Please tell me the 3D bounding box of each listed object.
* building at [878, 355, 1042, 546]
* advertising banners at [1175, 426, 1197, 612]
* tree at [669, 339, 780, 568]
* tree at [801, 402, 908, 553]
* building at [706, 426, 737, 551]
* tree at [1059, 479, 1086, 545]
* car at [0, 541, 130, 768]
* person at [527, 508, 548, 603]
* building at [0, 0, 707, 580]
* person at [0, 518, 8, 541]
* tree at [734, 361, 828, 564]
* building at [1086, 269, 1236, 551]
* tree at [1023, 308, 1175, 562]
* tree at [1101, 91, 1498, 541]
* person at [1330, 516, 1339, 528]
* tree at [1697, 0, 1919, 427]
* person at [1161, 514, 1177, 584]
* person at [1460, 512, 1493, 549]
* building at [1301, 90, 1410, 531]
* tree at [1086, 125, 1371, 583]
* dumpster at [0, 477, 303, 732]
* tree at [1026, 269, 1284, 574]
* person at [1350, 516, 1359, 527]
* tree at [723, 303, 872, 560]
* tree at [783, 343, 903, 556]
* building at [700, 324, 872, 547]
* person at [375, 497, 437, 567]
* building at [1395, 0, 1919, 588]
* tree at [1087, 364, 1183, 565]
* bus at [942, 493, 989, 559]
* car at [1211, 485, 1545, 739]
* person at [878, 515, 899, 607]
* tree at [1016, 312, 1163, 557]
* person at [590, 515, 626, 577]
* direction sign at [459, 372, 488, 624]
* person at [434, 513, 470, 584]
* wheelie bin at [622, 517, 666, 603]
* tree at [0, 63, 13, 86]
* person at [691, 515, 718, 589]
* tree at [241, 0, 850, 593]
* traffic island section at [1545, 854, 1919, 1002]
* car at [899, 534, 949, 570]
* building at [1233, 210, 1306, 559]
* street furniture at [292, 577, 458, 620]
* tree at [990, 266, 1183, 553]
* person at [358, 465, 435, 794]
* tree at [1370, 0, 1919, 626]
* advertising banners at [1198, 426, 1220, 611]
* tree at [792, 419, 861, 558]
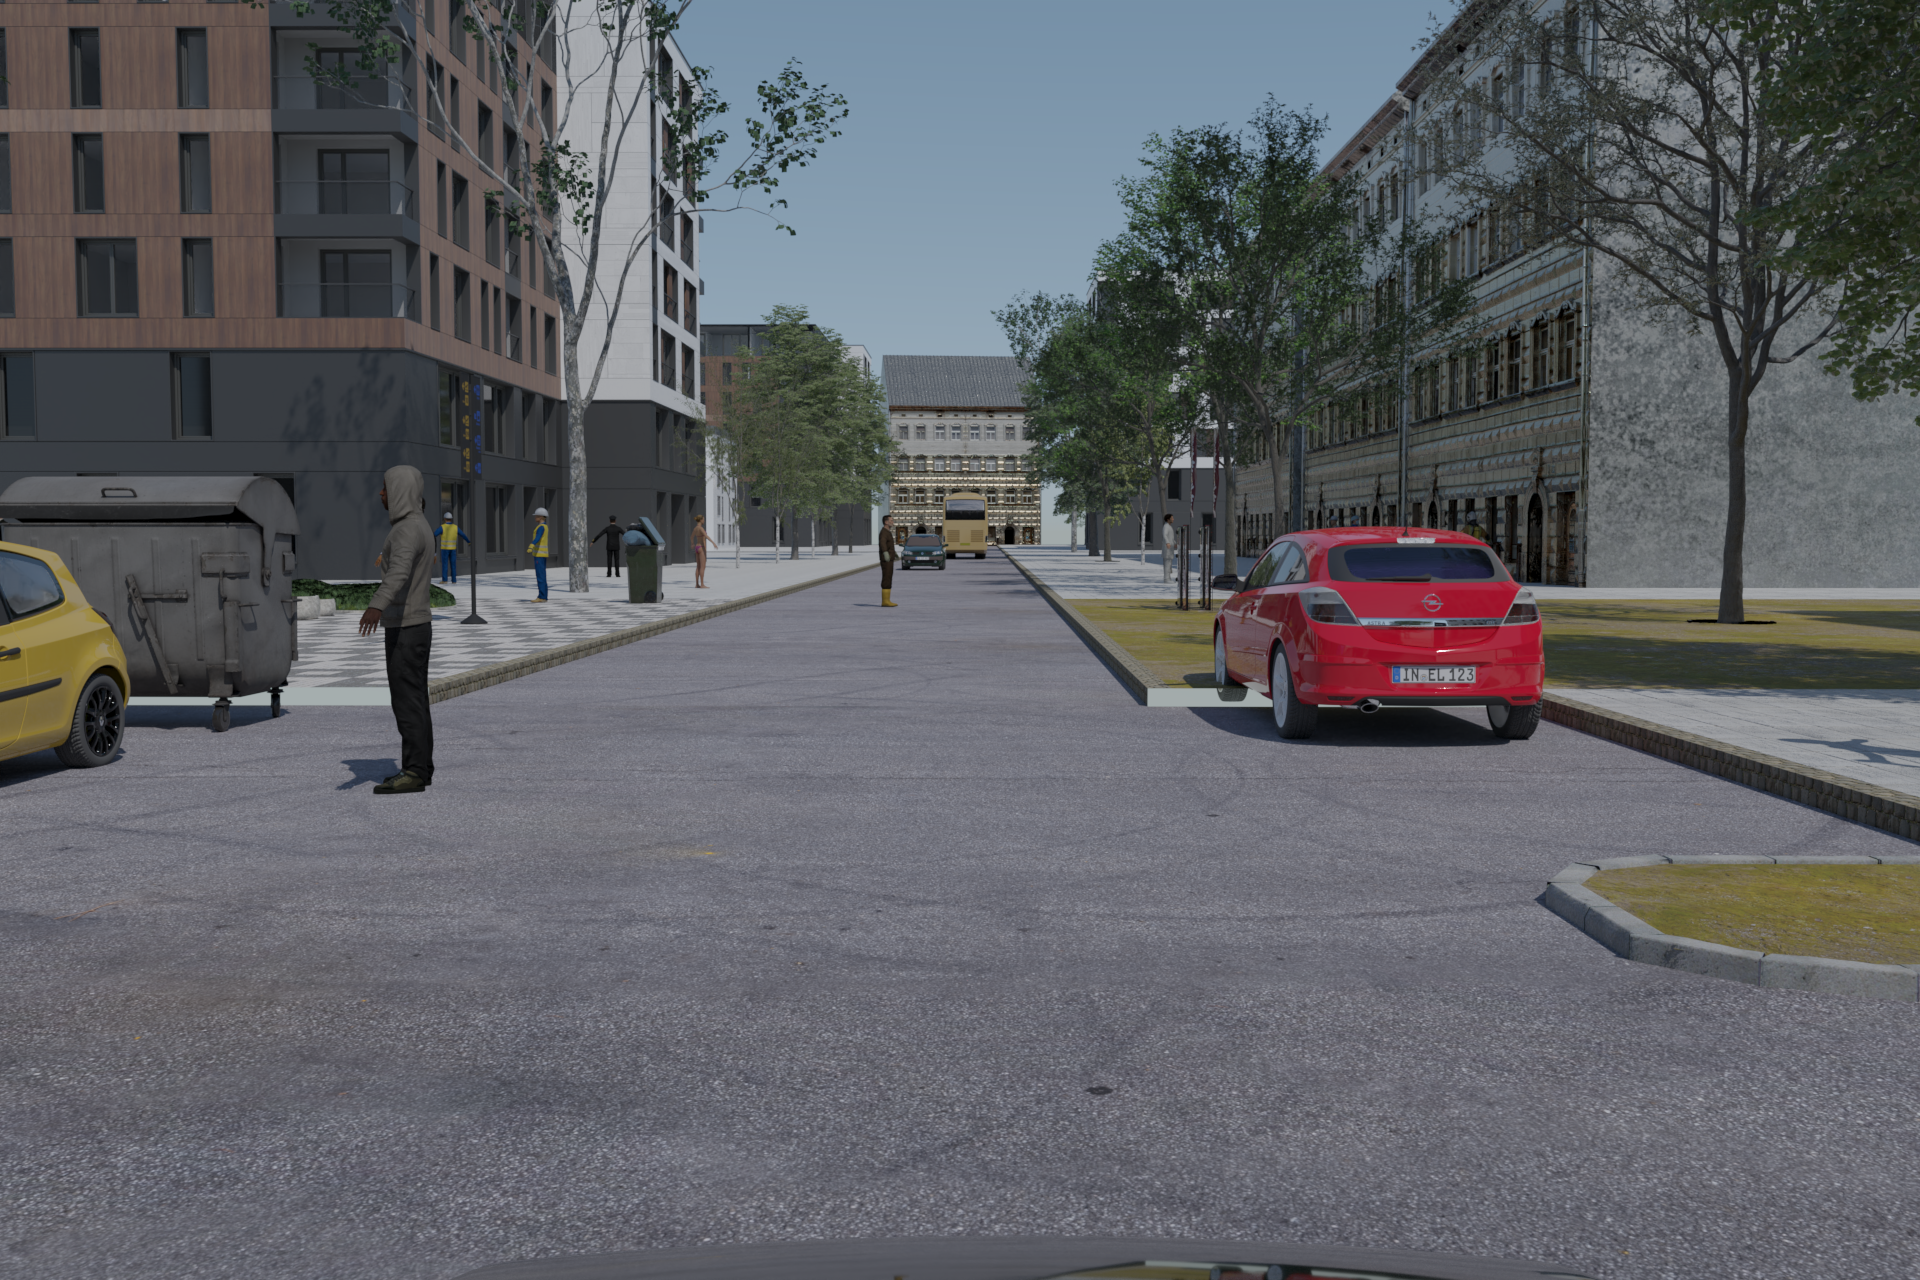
[{"bbox_3d":[-0.413,-23.159,212.034,18.063,23.208,19.493,0,4,-7],"label":"building"},{"bbox_3d":[3.793,-2.010,29.056,0.090,3.025,2.074,0,3,0],"label":"advertising banners"},{"bbox_3d":[-8.100,-6.989,64.628,4.360,8.622,3.978,0,3,0],"label":"tree"},{"bbox_3d":[-7.451,-11.110,116.066,8.767,10.594,7.601,0,4,8],"label":"tree"},{"bbox_3d":[-23.460,-12.592,148.027,9.099,9.664,28.070,0,4,0],"label":"building"},{"bbox_3d":[15.320,-17.542,204.939,7.486,12.596,7.792,0,3,0],"label":"tree"},{"bbox_3d":[-6.137,0.057,9.290,2.015,1.641,3.980,0,4,1],"label":"car"},{"bbox_3d":[-7.956,-1.595,32.539,0.721,1.772,1.216,0,4,-3],"label":"person"},{"bbox_3d":[-25.745,-13.440,63.715,27.936,21.610,32.646,0,4,0],"label":"building"},{"bbox_3d":[-18.292,-1.636,32.943,1.347,1.806,0.705,2,4,33],"label":"person"},{"bbox_3d":[-8.127,-7.607,74.730,4.360,8.622,3.978,0,3,0],"label":"tree"},{"bbox_3d":[24.726,-18.724,150.115,27.936,21.610,32.646,0,4,1],"label":"building"},{"bbox_3d":[6.736,-9.435,80.023,9.928,11.665,9.643,0,3,0],"label":"tree"},{"bbox_3d":[6.771,-6.204,35.846,8.767,10.594,7.601,1,4,17],"label":"tree"},{"bbox_3d":[11.567,-2.925,53.673,0.705,1.847,1.347,-1,4,-18],"label":"person"},{"bbox_3d":[9.647,-5.797,12.916,7.486,12.596,7.792,0,3,0],"label":"tree"},{"bbox_3d":[5.429,-2.366,44.874,0.705,1.806,1.347,1,4,15],"label":"person"},{"bbox_3d":[13.135,-2.369,44.507,1.354,1.858,0.705,-1,4,-14],"label":"person"},{"bbox_3d":[24.679,-14.546,68.763,19.493,23.208,18.063,0,4,0],"label":"building"},{"bbox_3d":[6.896,-7.274,44.690,9.928,11.665,9.643,0,3,0],"label":"tree"},{"bbox_3d":[-6.051,-0.292,12.984,1.865,1.857,1.264,0,4,1],"label":"dumpster"},{"bbox_3d":[6.634,-7.452,56.256,8.767,10.594,7.601,-2,4,-24],"label":"tree"},{"bbox_3d":[11.465,-2.693,50.156,1.347,1.817,0.704,-2,4,-33],"label":"person"},{"bbox_3d":[-8.115,-10.261,85.901,7.486,12.596,7.792,0,3,0],"label":"tree"},{"bbox_3d":[-7.074,-11.303,102.931,7.486,12.596,7.792,0,3,0],"label":"tree"},{"bbox_3d":[-24.363,-20.855,184.959,27.936,21.610,32.646,0,4,1],"label":"building"},{"bbox_3d":[-6.392,-0.817,20.075,0.721,1.740,1.216,1,4,13],"label":"person"},{"bbox_3d":[24.195,-13.353,49.250,19.493,23.208,18.063,0,4,1],"label":"building"},{"bbox_3d":[7.488,-7.406,71.456,4.737,8.622,4.395,0,3,0],"label":"tree"},{"bbox_3d":[0.323,-6.774,102.309,2.896,3.916,12.252,0,4,0],"label":"bus"},{"bbox_3d":[3.119,-0.279,13.599,2.155,1.783,4.494,0,4,0],"label":"car"},{"bbox_3d":[-1.401,-1.559,34.092,0.704,1.812,1.346,0,4,6],"label":"person"},{"bbox_3d":[7.685,-11.753,98.825,9.857,13.997,8.962,0,3,0],"label":"tree"},{"bbox_3d":[-10.272,-2.773,51.278,1.347,1.837,0.705,-1,4,-12],"label":"person"},{"bbox_3d":[-6.955,-1.999,24.684,0.379,3.537,0.876,0,4,1],"label":"direction sign"},{"bbox_3d":[-13.165,-2.360,44.549,1.349,1.833,0.705,-3,4,-36],"label":"person"},{"bbox_3d":[-5.881,-1.486,32.207,0.693,1.594,0.980,0,4,3],"label":"wheelie bin"},{"bbox_3d":[-11.328,-4.833,13.436,7.601,10.594,8.767,-1,4,-14],"label":"tree"},{"bbox_3d":[-6.056,-2.086,40.910,0.721,1.733,1.217,-3,4,-37],"label":"person"},{"bbox_3d":[-8.202,-11.018,36.035,12.611,20.169,13.585,0,3,0],"label":"tree"},{"bbox_3d":[3.249,1.014,6.291,1.991,0.108,1.994,0,4,1],"label":"traffic island section"},{"bbox_3d":[-1.449,-3.671,69.802,2.009,1.686,4.222,0,4,1],"label":"car"},{"bbox_3d":[24.711,-15.770,88.774,19.493,23.208,18.063,0,4,1],"label":"building"},{"bbox_3d":[-11.776,-0.755,27.970,5.734,0.657,10.072,0,4,5],"label":"street furniture"},{"bbox_3d":[8.784,-16.030,117.976,12.611,20.169,13.585,0,3,0],"label":"tree"},{"bbox_3d":[-3.121,-0.068,9.691,0.705,1.813,1.348,-1,4,-9],"label":"person"},{"bbox_3d":[11.072,-6.968,24.291,12.009,13.543,11.850,0,3,0],"label":"tree"},{"bbox_3d":[4.201,-2.023,29.261,0.090,3.025,2.074,0,4,1],"label":"advertising banners"},{"bbox_3d":[-8.218,-8.819,94.545,4.360,8.622,3.978,0,3,0],"label":"tree"}]
